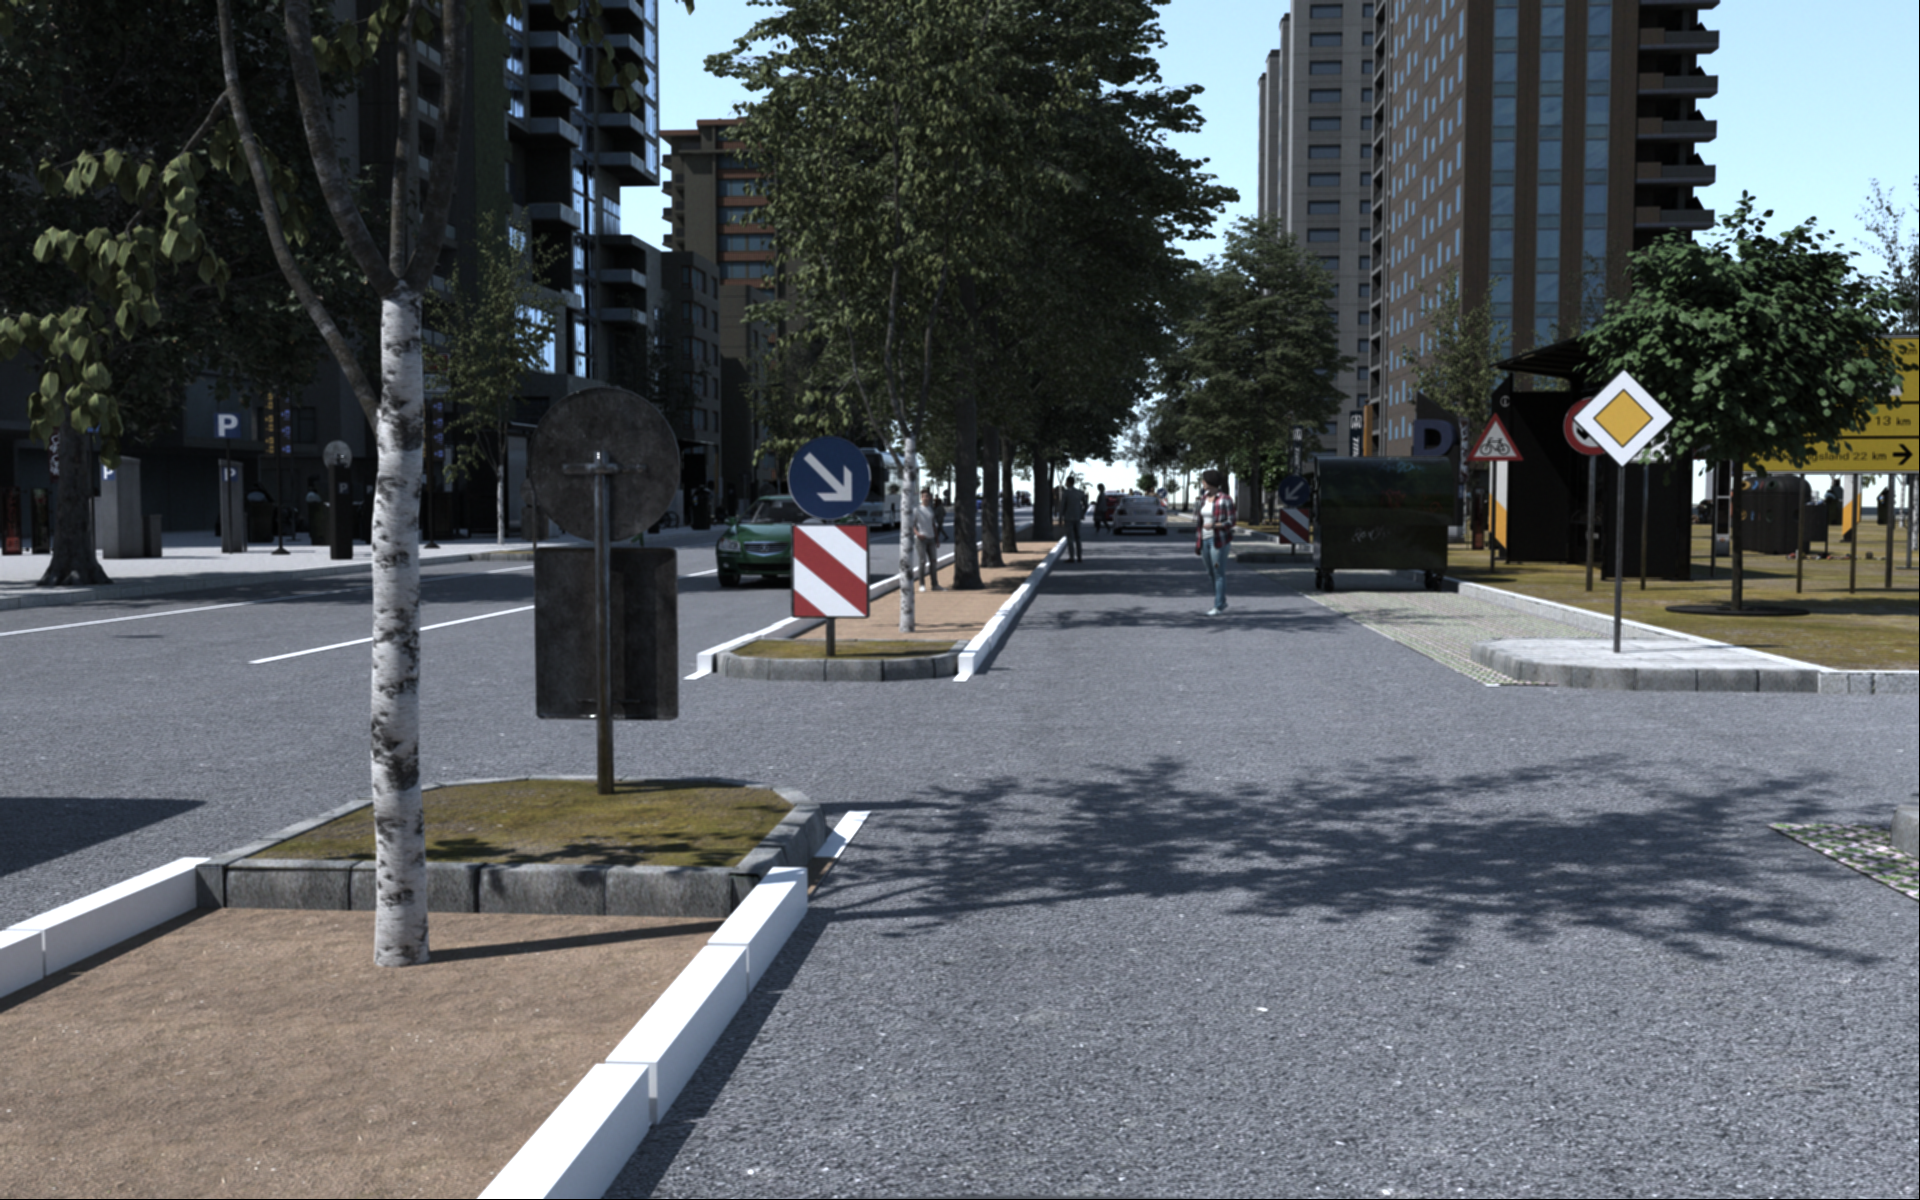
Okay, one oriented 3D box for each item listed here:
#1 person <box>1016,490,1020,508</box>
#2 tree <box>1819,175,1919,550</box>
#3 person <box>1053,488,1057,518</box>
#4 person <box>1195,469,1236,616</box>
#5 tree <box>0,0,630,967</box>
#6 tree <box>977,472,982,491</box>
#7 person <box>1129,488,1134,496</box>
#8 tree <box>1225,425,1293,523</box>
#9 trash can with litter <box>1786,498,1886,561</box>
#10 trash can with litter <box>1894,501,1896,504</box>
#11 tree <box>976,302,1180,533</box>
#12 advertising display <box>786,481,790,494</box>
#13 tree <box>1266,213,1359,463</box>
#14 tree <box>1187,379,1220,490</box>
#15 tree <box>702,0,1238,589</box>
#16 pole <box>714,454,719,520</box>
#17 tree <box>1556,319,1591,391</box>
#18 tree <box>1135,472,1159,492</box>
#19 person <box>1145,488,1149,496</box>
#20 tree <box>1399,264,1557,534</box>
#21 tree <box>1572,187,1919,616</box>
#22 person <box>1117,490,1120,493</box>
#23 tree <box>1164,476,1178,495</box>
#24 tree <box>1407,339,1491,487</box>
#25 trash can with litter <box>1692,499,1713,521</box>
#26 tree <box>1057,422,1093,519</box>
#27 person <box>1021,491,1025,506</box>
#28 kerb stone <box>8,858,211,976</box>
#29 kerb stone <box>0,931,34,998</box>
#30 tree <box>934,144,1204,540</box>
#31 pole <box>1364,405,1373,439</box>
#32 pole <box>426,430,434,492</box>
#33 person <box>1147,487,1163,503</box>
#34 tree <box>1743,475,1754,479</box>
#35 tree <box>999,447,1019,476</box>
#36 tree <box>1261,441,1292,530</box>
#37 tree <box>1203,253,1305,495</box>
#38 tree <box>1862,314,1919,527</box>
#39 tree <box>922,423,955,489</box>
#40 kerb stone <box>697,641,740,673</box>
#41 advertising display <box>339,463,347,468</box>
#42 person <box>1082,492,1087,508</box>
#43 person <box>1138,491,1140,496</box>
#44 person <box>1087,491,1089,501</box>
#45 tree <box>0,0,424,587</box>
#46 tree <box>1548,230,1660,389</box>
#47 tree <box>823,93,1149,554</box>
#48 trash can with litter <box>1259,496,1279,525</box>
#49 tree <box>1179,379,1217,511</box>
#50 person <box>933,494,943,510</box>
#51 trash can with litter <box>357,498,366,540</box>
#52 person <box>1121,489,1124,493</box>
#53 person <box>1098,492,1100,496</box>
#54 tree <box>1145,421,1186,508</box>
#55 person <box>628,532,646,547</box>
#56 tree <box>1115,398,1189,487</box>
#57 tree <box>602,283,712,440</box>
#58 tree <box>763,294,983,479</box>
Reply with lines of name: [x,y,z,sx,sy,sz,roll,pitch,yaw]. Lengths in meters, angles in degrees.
person: [6.108,-10.653,182.689,0.705,1.822,1.348,0,4,2]
tree: [21.601,-5.441,39.330,4.360,8.622,3.978,0,3,0]
person: [5.698,-5.927,105.494,1.348,1.812,0.705,0,3,0]
person: [3.039,-0.680,20.457,0.643,1.720,0.563,-2,4,-34]
tree: [-1.723,-3.207,5.261,4.737,8.622,4.395,0,3,0]
tree: [0.962,-13.551,205.273,4.285,4.588,4.351,0,3,0]
person: [11.196,-6.432,113.759,0.705,1.812,1.348,-1,4,-17]
tree: [13.473,-5.717,77.183,4.285,4.588,4.351,0,3,0]
trash can with litter: [17.199,-1.402,33.979,2.233,1.210,1.678,0,4,6]
trash can with litter: [45.523,-4.496,84.903,0.624,1.170,1.055,2,4,30]
tree: [3.164,-7.655,62.026,8.767,10.594,7.601,0,4,5]
advertising display: [-8.391,-4.939,85.960,0.123,1.923,0.974,1,4,16]
tree: [12.356,-9.296,70.114,7.486,12.596,7.792,0,3,0]
tree: [14.979,-9.234,101.345,4.737,8.622,4.395,0,3,0]
tree: [0.175,-6.407,25.340,7.486,12.596,7.792,0,3,0]
pole: [-12.250,-5.705,87.117,0.158,3.312,0.155,0,3,0]
tree: [25.450,-7.445,72.085,4.737,8.622,4.395,0,3,0]
tree: [25.676,-15.458,236.448,4.285,4.588,4.351,0,3,0]
person: [11.278,-5.838,104.042,0.705,1.812,1.348,0,4,-2]
tree: [16.032,-6.393,54.888,4.737,8.622,4.395,0,3,0]
tree: [8.456,-2.146,18.801,4.285,4.588,4.351,0,3,0]
person: [11.609,-7.228,127.461,1.217,1.735,0.721,2,4,31]
tree: [22.179,-11.404,181.053,1.663,3.219,1.824,0,3,0]
tree: [22.966,-8.012,81.353,4.360,8.622,3.978,0,3,0]
trash can with litter: [35.576,-4.384,83.066,1.055,1.170,0.624,0,4,2]
tree: [5.157,-8.250,87.709,4.360,8.622,3.978,0,3,0]
person: [7.232,-11.741,200.993,0.721,1.766,1.217,1,4,15]
kerb stone: [-2.717,1.014,5.610,0.120,0.150,1.000,0,4,5]
kerb stone: [-2.793,1.077,4.591,0.120,0.150,1.000,0,4,5]
tree: [2.568,-8.808,53.130,9.857,13.997,8.962,0,3,0]
pole: [9.362,-2.811,39.798,0.158,3.312,0.155,0,3,0]
pole: [-16.787,-3.732,54.860,0.158,3.312,0.155,0,3,0]
person: [10.225,-5.109,92.035,1.348,1.823,0.705,2,4,31]
tree: [38.662,-8.224,84.829,4.360,8.622,3.978,0,3,0]
tree: [3.835,-20.307,242.394,12.009,13.543,11.850,0,3,0]
tree: [11.387,-4.168,62.741,1.663,3.219,1.824,0,3,0]
tree: [14.005,-11.283,91.137,9.857,13.997,8.962,0,3,0]
tree: [36.366,-7.117,66.728,4.737,8.622,4.395,0,3,0]
tree: [-2.076,-13.223,166.558,4.360,8.622,3.978,0,3,0]
kerb stone: [-2.008,0.478,14.373,0.120,0.150,1.000,0,4,5]
advertising display: [-12.783,-1.879,35.934,0.123,1.923,0.974,-1,4,-17]
person: [11.062,-8.854,154.180,0.541,1.710,0.530,1,4,19]
person: [21.225,-12.028,205.021,0.709,1.838,0.599,1,4,21]
person: [17.859,-14.332,242.925,0.705,1.812,1.348,0,4,-6]
tree: [-12.472,-6.561,24.287,9.611,12.733,9.660,0,3,0]
tree: [18.816,-6.047,49.231,4.360,8.622,3.978,0,3,0]
tree: [1.087,-6.942,41.710,9.928,11.665,9.643,0,3,0]
trash can with litter: [13.002,-3.801,73.210,1.678,1.210,2.233,1,4,15]
tree: [17.939,-12.239,134.524,7.601,10.594,8.767,1,4,15]
person: [-1.379,-5.440,100.696,1.065,1.426,0.557,-2,4,-33]
trash can with litter: [-16.050,-2.224,47.744,1.055,1.170,0.624,-1,4,-20]
person: [9.765,-5.800,103.882,0.990,1.755,0.434,1,4,20]
person: [15.735,-11.246,193.158,1.217,1.735,0.721,-3,5,-41]
tree: [19.210,-12.840,160.303,4.360,8.622,3.978,0,3,0]
person: [-8.459,-2.001,45.467,0.590,1.304,0.306,-3,4,-37]
tree: [23.895,-18.620,214.802,12.009,13.543,11.850,0,3,0]
tree: [-10.827,-6.778,61.175,4.360,8.622,3.978,0,3,0]
tree: [-6.812,-11.732,102.193,12.009,13.543,11.850,0,3,0]
